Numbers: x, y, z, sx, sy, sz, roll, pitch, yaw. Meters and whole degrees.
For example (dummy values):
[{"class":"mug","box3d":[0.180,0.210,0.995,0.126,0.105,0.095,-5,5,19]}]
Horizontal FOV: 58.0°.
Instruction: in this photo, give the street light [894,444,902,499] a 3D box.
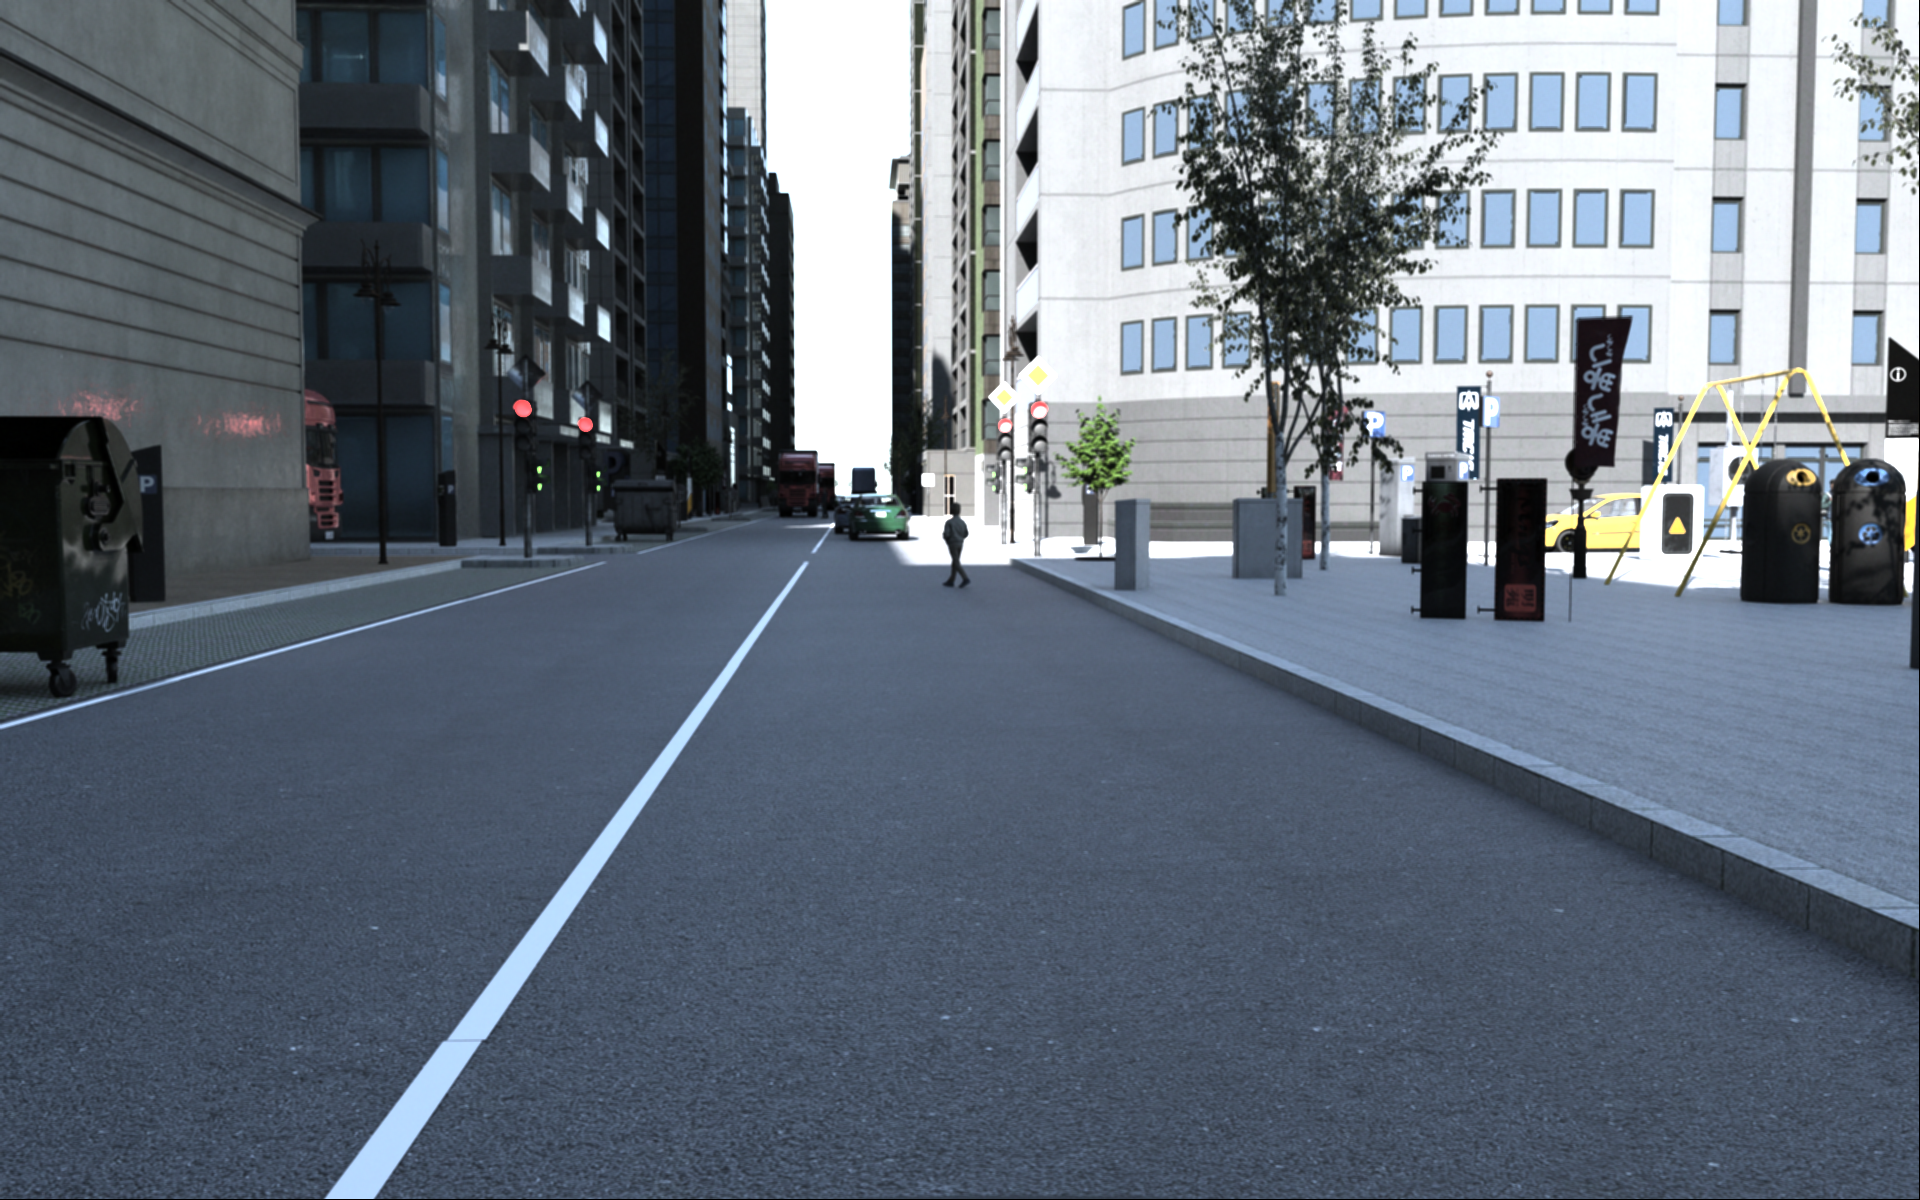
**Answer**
[{"class":"street light","box3d":[-5.541,-11.354,158.422,0.468,5.910,1.993,0,4,-3]}]

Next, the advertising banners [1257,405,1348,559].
[{"class":"advertising banners","box3d":[6.740,-2.311,33.965,2.074,3.025,0.090,-1,4,-22]}]

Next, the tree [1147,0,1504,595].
[{"class":"tree","box3d":[4.189,-4.353,21.529,4.360,8.622,3.978,0,3,0]}]

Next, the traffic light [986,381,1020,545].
[{"class":"traffic light","box3d":[1.084,-3.329,43.345,0.839,4.253,0.868,0,4,-3]}]

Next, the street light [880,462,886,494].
[{"class":"street light","box3d":[-10.503,-16.419,241.238,0.468,5.910,1.993,0,4,-3]}]

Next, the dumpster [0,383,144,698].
[{"class":"dumpster","box3d":[-7.128,-0.458,12.433,1.985,2.255,1.502,0,4,-5]}]

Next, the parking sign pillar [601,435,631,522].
[{"class":"parking sign pillar","box3d":[-15.607,-5.523,78.778,1.447,3.967,1.447,2,4,32]}]

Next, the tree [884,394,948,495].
[{"class":"tree","box3d":[-2.903,-10.777,126.562,4.737,8.622,4.395,0,3,0]}]

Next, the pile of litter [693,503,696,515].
[{"class":"pile of litter","box3d":[-16.098,-5.515,104.136,1.719,0.858,1.176,-1,4,-12]}]

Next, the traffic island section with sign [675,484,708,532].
[{"class":"traffic island section with sign","box3d":[-10.575,-3.473,65.418,1.989,1.847,2.006,0,4,-3]}]

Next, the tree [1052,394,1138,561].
[{"class":"tree","box3d":[2.606,-2.385,33.596,1.663,3.219,1.824,0,3,0]}]

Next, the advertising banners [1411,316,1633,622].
[{"class":"advertising banners","box3d":[5.644,-1.302,17.484,2.074,3.025,0.090,2,4,24]}]

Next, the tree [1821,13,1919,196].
[{"class":"tree","box3d":[10.378,-3.982,15.469,4.360,8.622,3.978,0,3,0]}]

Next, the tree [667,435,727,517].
[{"class":"tree","box3d":[-14.633,-6.898,96.491,4.285,4.588,4.351,0,3,0]}]

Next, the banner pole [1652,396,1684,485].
[{"class":"banner pole","box3d":[18.115,-3.315,44.222,0.863,3.779,0.401,1,4,21]}]

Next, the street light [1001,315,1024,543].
[{"class":"street light","box3d":[1.362,-4.417,45.002,0.468,5.910,1.993,0,4,-3]}]

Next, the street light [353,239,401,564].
[{"class":"street light","box3d":[-10.605,-3.601,31.667,0.468,5.910,1.993,0,4,-3]}]

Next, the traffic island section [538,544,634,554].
[{"class":"traffic island section","box3d":[-9.198,-1.258,42.844,2.009,0.180,2.903,0,4,-3]}]

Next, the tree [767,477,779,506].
[{"class":"tree","box3d":[-21.925,-12.613,200.830,1.663,3.219,1.824,0,3,0]}]

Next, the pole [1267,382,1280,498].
[{"class":"pole","box3d":[5.698,-2.306,31.546,0.158,3.312,0.155,0,3,0]}]

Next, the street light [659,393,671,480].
[{"class":"street light","box3d":[-13.402,-6.491,78.917,0.468,5.910,1.993,0,4,-3]}]

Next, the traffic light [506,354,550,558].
[{"class":"traffic light","box3d":[-8.675,-2.802,34.741,0.839,4.253,0.868,0,4,-3]}]

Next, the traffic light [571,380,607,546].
[{"class":"traffic light","box3d":[-9.158,-3.290,42.711,0.839,4.253,0.868,0,4,-3]}]

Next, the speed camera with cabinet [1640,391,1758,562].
[{"class":"speed camera with cabinet","box3d":[14.141,-2.373,33.133,2.038,3.252,0.660,0,4,-6]}]

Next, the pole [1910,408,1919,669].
[{"class":"pole","box3d":[7.093,-1.147,12.603,0.158,3.312,0.155,0,3,0]}]

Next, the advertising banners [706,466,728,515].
[{"class":"advertising banners","box3d":[-15.214,-6.864,108.407,0.090,3.025,2.074,2,4,33]}]

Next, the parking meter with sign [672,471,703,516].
[{"class":"parking meter with sign","box3d":[-15.716,-6.333,99.799,1.738,3.016,0.543,0,4,-8]}]

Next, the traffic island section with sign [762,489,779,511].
[{"class":"traffic island section with sign","box3d":[-15.255,-8.202,142.722,1.989,1.847,2.006,0,4,-3]}]

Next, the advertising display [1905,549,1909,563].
[{"class":"advertising display","box3d":[17.876,-1.624,31.773,0.974,1.923,0.123,3,4,38]}]

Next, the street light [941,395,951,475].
[{"class":"street light","box3d":[-0.670,-6.614,80.927,0.468,5.910,1.993,0,4,-3]}]

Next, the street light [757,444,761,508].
[{"class":"street light","box3d":[-18.107,-11.231,156.412,0.468,5.910,1.993,0,4,-3]}]

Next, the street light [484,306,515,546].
[{"class":"street light","box3d":[-11.355,-4.284,42.823,0.468,5.910,1.993,0,4,-3]}]

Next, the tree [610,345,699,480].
[{"class":"tree","box3d":[-14.874,-8.211,84.607,4.360,8.622,3.978,0,3,0]}]

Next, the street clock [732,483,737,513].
[{"class":"street clock","box3d":[-15.278,-6.909,117.527,0.358,2.002,0.471,-1,4,-20]}]

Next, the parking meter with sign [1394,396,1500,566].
[{"class":"parking meter with sign","box3d":[8.888,-2.161,31.586,0.543,3.016,1.738,-3,5,-42]}]

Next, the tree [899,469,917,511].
[{"class":"tree","box3d":[-3.690,-8.481,133.266,1.663,3.219,1.824,0,3,0]}]

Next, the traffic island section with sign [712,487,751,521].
[{"class":"traffic island section with sign","box3d":[-12.227,-5.137,92.612,1.989,1.847,2.006,0,4,-3]}]

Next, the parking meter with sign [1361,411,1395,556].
[{"class":"parking meter with sign","box3d":[9.011,-2.415,35.743,0.543,3.016,1.738,-1,4,-22]}]

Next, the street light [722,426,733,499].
[{"class":"street light","box3d":[-15.503,-8.688,114.838,0.468,5.910,1.993,0,4,-3]}]

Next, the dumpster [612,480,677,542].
[{"class":"dumpster","box3d":[-9.458,-2.683,52.084,1.865,1.857,1.264,0,4,-3]}]

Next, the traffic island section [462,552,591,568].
[{"class":"traffic island section","box3d":[-8.716,-0.770,34.873,2.009,0.180,2.903,0,4,-3]}]

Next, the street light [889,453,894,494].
[{"class":"street light","box3d":[-8.239,-14.223,205.327,0.468,5.910,1.993,0,4,-3]}]

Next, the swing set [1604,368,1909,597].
[{"class":"swing set","box3d":[10.491,-1.559,23.111,2.862,2.851,3.119,0,4,3]}]

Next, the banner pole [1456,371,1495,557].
[{"class":"banner pole","box3d":[10.541,-2.774,35.377,0.863,3.779,0.401,1,4,13]}]

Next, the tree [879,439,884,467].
[{"class":"tree","box3d":[-7.838,-15.900,210.328,4.737,8.622,4.395,0,3,0]}]

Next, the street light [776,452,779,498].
[{"class":"street light","box3d":[-20.248,-13.428,192.330,0.468,5.910,1.993,0,4,-3]}]

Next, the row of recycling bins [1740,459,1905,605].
[{"class":"row of recycling bins","box3d":[11.008,-0.795,20.104,3.534,1.692,1.069,2,4,24]}]

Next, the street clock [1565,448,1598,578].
[{"class":"street clock","box3d":[9.458,-1.334,26.381,0.471,2.002,0.358,1,4,14]}]

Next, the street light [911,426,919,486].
[{"class":"street light","box3d":[-3.295,-9.157,122.510,0.468,5.910,1.993,0,4,-3]}]
